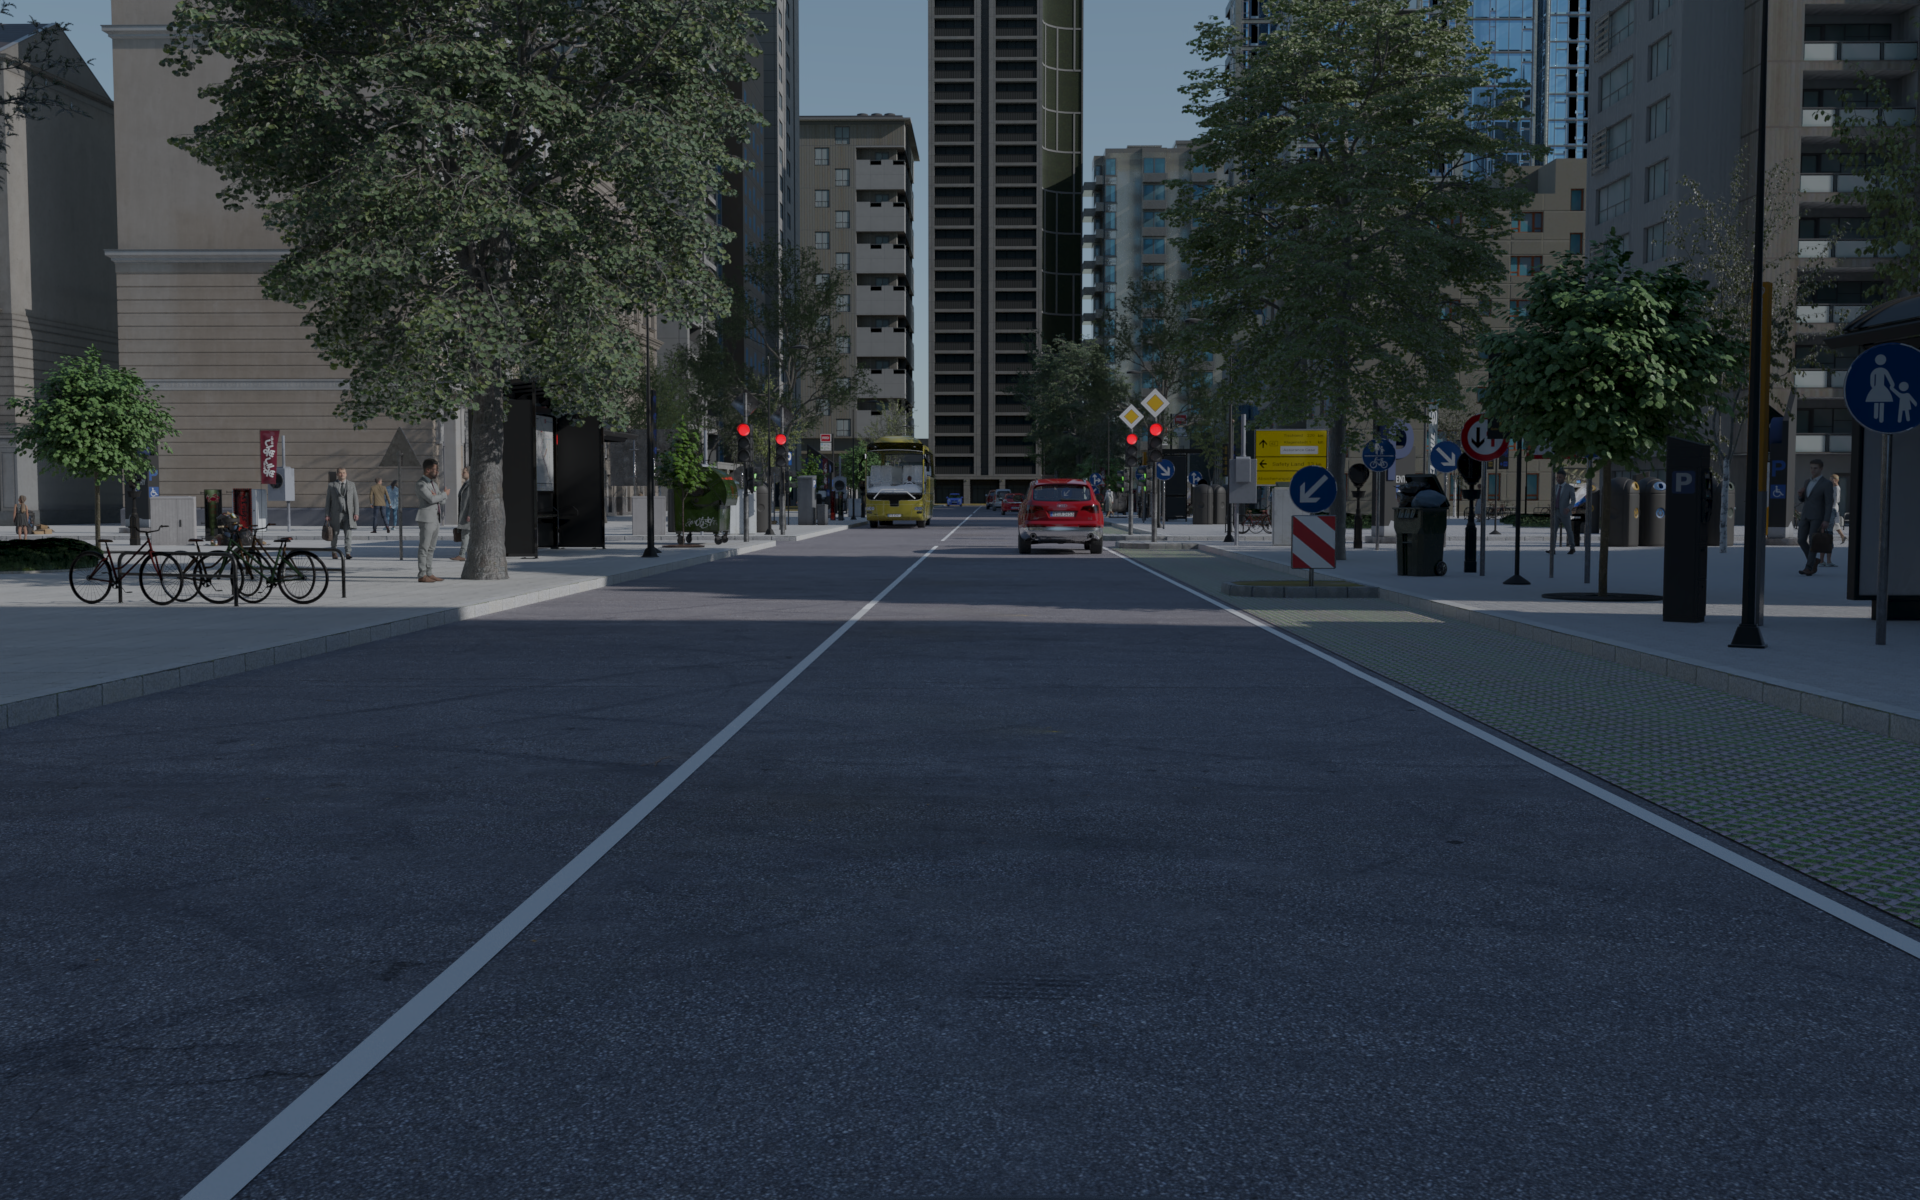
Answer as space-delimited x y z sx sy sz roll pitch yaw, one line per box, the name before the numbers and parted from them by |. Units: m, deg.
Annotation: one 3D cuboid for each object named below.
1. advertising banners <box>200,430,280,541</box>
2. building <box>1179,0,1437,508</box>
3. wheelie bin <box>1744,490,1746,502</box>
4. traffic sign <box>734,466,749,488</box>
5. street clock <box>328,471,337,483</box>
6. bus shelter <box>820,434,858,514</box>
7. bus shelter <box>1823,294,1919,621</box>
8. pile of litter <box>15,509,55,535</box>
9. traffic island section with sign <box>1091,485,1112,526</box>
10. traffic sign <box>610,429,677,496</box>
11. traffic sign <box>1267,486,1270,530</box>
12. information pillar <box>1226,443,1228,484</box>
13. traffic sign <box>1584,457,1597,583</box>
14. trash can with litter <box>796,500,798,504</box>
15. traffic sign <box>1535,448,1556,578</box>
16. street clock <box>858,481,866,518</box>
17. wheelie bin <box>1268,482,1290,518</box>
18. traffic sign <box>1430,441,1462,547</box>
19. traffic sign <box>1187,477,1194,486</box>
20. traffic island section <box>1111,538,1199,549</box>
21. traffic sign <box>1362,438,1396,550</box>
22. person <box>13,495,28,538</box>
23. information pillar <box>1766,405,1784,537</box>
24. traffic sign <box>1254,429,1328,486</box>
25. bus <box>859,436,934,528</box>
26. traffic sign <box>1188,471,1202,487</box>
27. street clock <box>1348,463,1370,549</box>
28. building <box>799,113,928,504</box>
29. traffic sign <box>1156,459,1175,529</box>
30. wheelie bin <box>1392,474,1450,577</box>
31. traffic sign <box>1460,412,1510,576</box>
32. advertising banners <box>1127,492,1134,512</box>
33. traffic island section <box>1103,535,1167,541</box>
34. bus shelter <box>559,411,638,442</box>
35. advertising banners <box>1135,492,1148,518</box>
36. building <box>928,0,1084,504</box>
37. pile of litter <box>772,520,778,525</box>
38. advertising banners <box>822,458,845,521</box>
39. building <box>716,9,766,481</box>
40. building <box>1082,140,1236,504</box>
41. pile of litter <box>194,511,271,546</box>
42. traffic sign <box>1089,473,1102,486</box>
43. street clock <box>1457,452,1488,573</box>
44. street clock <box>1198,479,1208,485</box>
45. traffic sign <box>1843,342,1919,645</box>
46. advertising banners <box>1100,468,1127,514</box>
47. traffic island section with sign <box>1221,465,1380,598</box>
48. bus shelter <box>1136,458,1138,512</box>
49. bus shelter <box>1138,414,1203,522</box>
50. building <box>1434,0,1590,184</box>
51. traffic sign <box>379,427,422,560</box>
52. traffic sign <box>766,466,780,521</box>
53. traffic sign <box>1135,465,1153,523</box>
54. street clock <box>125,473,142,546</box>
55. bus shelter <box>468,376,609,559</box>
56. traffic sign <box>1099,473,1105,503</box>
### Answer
advertising banners | -19.558 -3.115 47.111 2.074 3.025 0.090 -1 4 -10
building | 35.060 -52.650 173.506 22.319 86.520 31.000 0 4 1
wheelie bin | 24.651 -2.786 53.451 0.693 1.594 0.980 0 4 -6
traffic sign | -9.917 -4.805 78.671 0.768 2.556 0.104 1 4 9
street clock | -20.121 -3.120 55.579 0.358 2.002 0.471 -2 4 -23
bus shelter | -8.132 -8.561 117.596 2.179 5.291 8.768 0 4 1
bus shelter | 9.781 -1.289 14.992 2.014 3.302 5.546 0 4 1
pile of litter | -29.607 -2.541 55.511 1.176 0.858 1.719 0 4 1
traffic island section with sign | 5.863 -4.288 78.739 1.989 1.847 2.006 0 4 1
traffic sign | -9.901 -3.697 54.327 2.265 3.308 0.079 1 4 10
traffic sign | 11.094 -3.805 62.311 0.768 2.556 0.104 1 4 9
information pillar | 12.347 -5.392 79.515 0.183 3.616 0.504 3 5 42
traffic sign | 9.017 -1.512 24.825 0.768 2.556 0.104 1 4 8
trash can with litter | -7.659 -4.509 85.110 0.624 1.170 1.055 0 4 5
traffic sign | 9.061 -1.618 26.460 0.884 2.594 0.081 0 4 6
street clock | -5.228 -5.434 93.411 0.471 2.002 0.358 1 4 18
wheelie bin | 8.372 -2.245 44.620 0.980 1.594 0.693 -1 4 -23
traffic sign | 11.652 -2.537 41.591 0.768 2.556 0.104 1 4 9
traffic sign | 13.032 -5.901 98.617 0.606 2.300 0.079 0 4 5
traffic island section | 5.196 -1.461 46.162 2.009 0.180 2.903 0 4 1
traffic sign | 9.544 -2.412 39.542 0.768 2.556 0.104 0 4 5
person | -25.327 -2.201 46.706 0.362 1.253 0.373 -2 4 -34
information pillar | 21.304 -3.294 45.218 0.504 3.616 0.183 2 4 35
traffic sign | 10.341 -3.688 54.169 2.265 3.308 0.079 0 4 6
bus | -2.600 -5.214 76.796 2.896 3.916 12.252 0 4 1
traffic sign | 12.938 -5.827 95.375 0.768 2.556 0.104 1 4 10
street clock | 9.373 -2.213 40.752 0.471 2.002 0.358 0 4 5
building | -17.679 -39.782 239.667 27.495 52.752 28.713 0 4 1
traffic sign | 7.459 -3.869 63.367 0.768 2.556 0.104 1 4 9
wheelie bin | 7.216 -1.174 27.111 0.693 1.594 0.980 -2 4 -31
traffic sign | 8.186 -1.649 27.069 0.768 2.556 0.104 0 4 4
advertising banners | 12.507 -7.676 121.697 2.074 3.025 0.090 3 4 37
traffic island section | 5.356 -1.949 54.146 2.009 0.180 2.903 0 4 1
bus shelter | -9.750 -3.070 44.117 2.014 3.302 5.546 0 4 1
advertising banners | 10.583 -5.928 93.104 2.074 3.025 0.090 0 4 -2
building | 6.288 -48.708 234.622 20.611 71.187 20.563 0 4 1
pile of litter | -8.294 -3.629 73.295 1.176 0.858 1.719 0 4 -1
advertising banners | -6.154 -5.373 84.038 0.090 3.025 2.074 -2 4 -34
building | -25.726 -31.119 158.914 14.600 45.320 14.200 0 4 1
building | 31.922 -37.767 237.099 30.456 49.044 23.786 0 4 1
pile of litter | -18.106 -1.782 43.095 1.719 0.858 1.176 1 4 10
traffic sign | 8.161 -6.362 104.126 0.768 2.556 0.104 0 4 7
street clock | 8.343 -1.449 28.260 0.471 2.002 0.358 1 4 11
street clock | 11.712 -4.830 83.548 0.471 2.002 0.358 1 4 14
traffic sign | 7.843 -0.891 14.676 0.768 2.556 0.104 0 4 6
advertising banners | 9.955 -7.182 113.610 2.074 3.025 0.090 -2 4 -34
traffic island section with sign | 4.778 -0.980 24.656 1.989 1.847 2.006 0 4 1
bus shelter | 11.178 -7.477 99.873 2.179 5.291 8.768 0 4 1
bus shelter | 10.258 -6.521 84.244 2.179 5.291 8.768 0 4 1
building | 67.414 -52.878 177.230 31.000 86.520 22.319 0 4 1
traffic sign | -10.837 -2.050 33.524 0.884 2.594 0.081 1 4 11
traffic sign | -8.569 -4.877 79.844 0.768 2.556 0.104 0 4 7
traffic sign | 8.155 -4.694 76.846 0.768 2.556 0.104 1 4 10
street clock | -20.566 -2.358 43.127 0.358 2.002 0.471 0 4 2
bus shelter | -8.825 -2.812 37.260 1.731 3.624 6.357 0 4 1
traffic sign | 8.624 -6.552 107.129 0.884 2.594 0.081 0 4 3
